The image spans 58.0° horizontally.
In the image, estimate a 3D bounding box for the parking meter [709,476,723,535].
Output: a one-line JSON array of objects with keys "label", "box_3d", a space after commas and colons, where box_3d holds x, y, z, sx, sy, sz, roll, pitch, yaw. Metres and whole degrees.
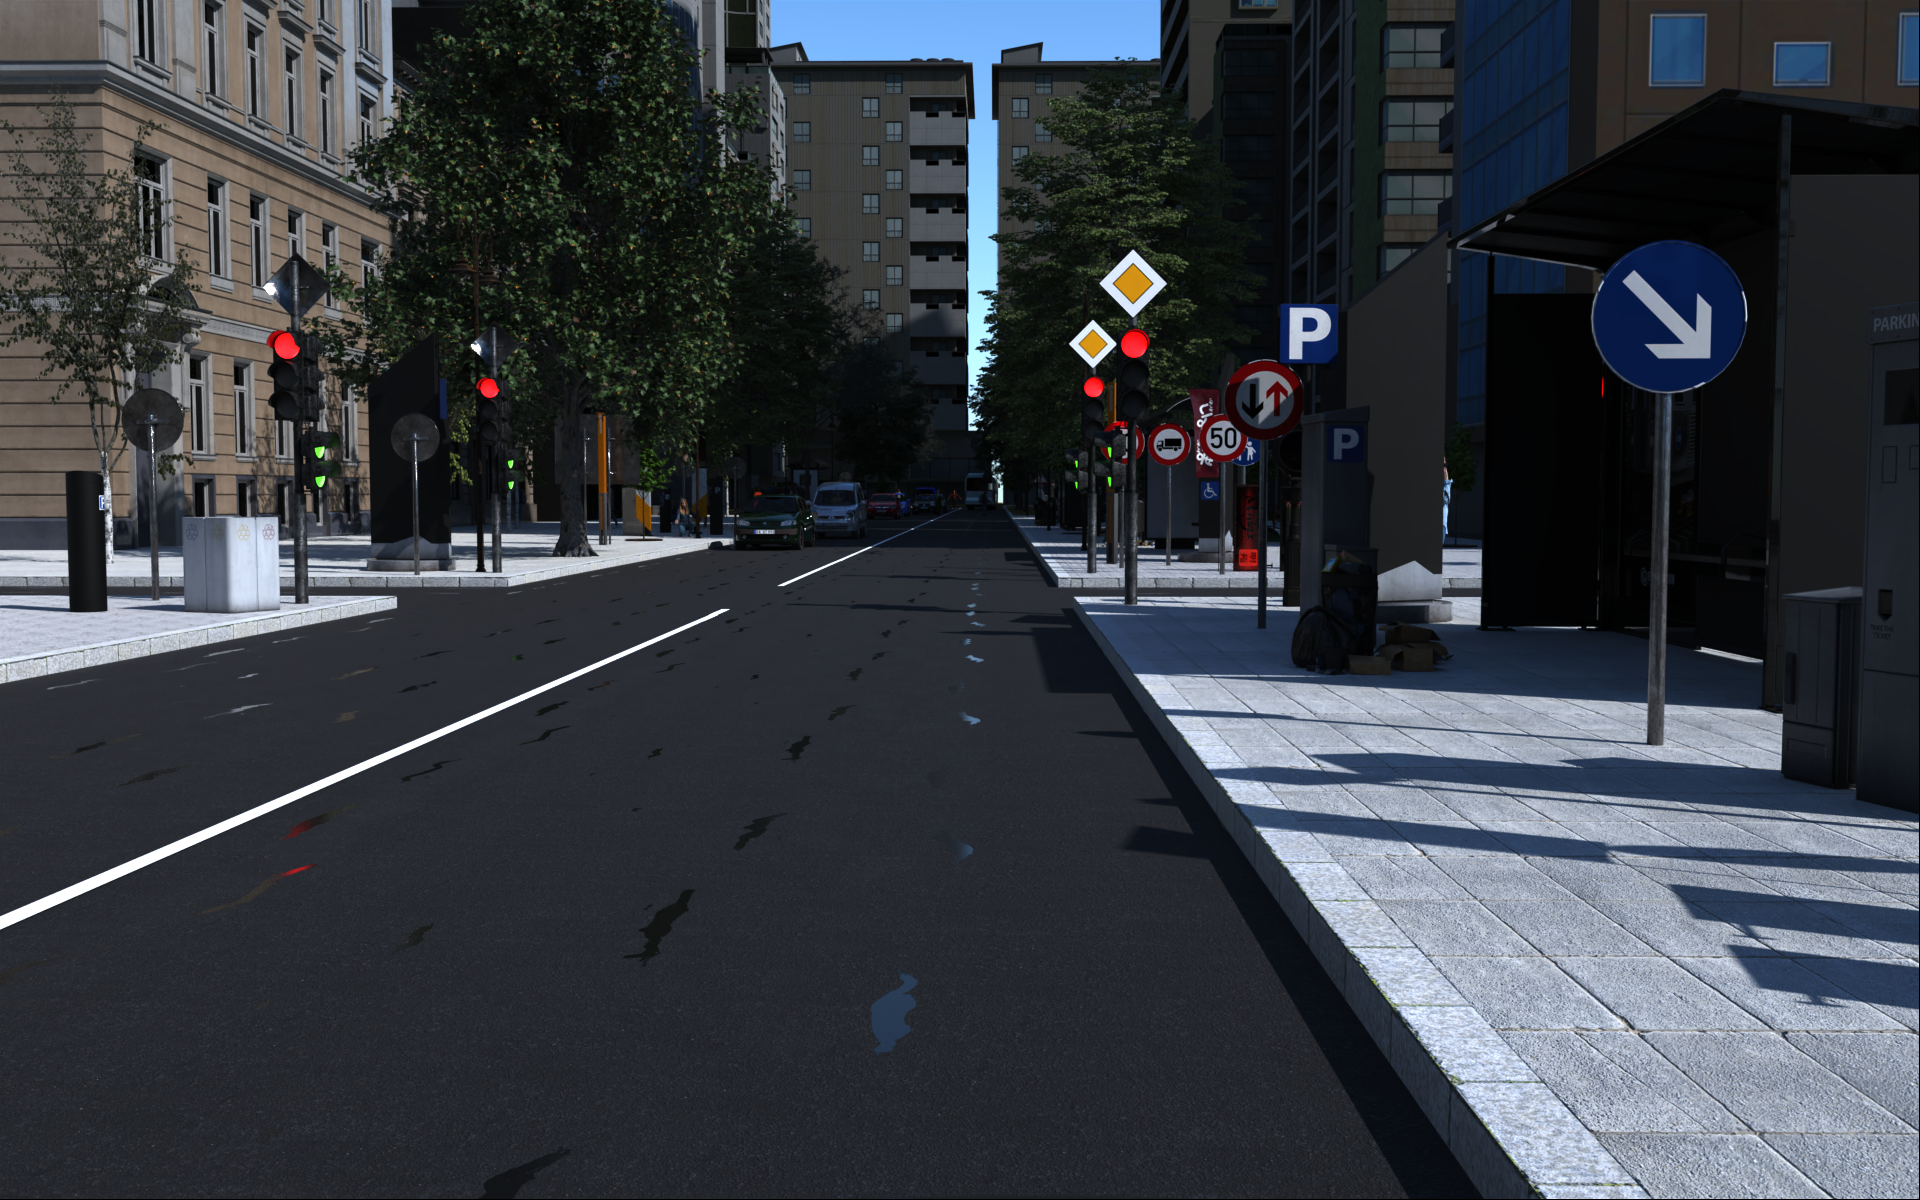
[{"label": "parking meter", "box_3d": [-7.673, -2.980, 54.427, 0.399, 1.863, 0.255, -2, 4, -29]}]

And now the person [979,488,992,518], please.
[{"label": "person", "box_3d": [1.462, -5.696, 101.984, 0.721, 1.781, 0.623, 1, 4, 13]}]

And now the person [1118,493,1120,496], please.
[{"label": "person", "box_3d": [11.644, -7.497, 129.344, 1.217, 1.736, 0.721, -1, 4, -23]}]

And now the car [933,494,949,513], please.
[{"label": "car", "box_3d": [-1.912, -7.403, 132.841, 2.131, 1.459, 4.920, 0, 4, 1]}]

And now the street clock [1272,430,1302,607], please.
[{"label": "street clock", "box_3d": [3.806, -0.927, 19.734, 0.471, 2.002, 0.358, -1, 4, -8]}]

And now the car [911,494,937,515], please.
[{"label": "car", "box_3d": [-2.397, -6.806, 121.062, 2.009, 1.686, 4.222, 0, 4, 2]}]

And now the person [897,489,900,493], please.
[{"label": "person", "box_3d": [-5.728, -9.488, 161.951, 1.217, 1.735, 0.721, -1, 4, -9]}]

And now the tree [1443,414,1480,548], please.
[{"label": "tree", "box_3d": [12.118, -2.900, 42.020, 1.663, 3.219, 1.824, 0, 3, 0]}]

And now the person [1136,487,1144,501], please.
[{"label": "person", "box_3d": [13.754, -7.752, 132.803, 1.348, 1.823, 0.705, 3, 5, 44]}]

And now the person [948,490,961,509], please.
[{"label": "person", "box_3d": [-0.556, -9.822, 169.049, 1.348, 1.831, 0.705, -1, 4, -13]}]

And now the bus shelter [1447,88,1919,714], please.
[{"label": "bus shelter", "box_3d": [5.333, -1.338, 13.158, 1.731, 3.624, 6.357, 0, 4, 1]}]

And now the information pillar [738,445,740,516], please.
[{"label": "information pillar", "box_3d": [-9.233, -5.004, 73.163, 0.183, 3.616, 0.504, -2, 4, -27]}]

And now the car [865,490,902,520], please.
[{"label": "car", "box_3d": [-4.329, -5.476, 98.573, 2.155, 1.783, 4.494, 0, 4, 1]}]

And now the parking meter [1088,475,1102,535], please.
[{"label": "parking meter", "box_3d": [4.157, -2.916, 53.391, 0.399, 1.863, 0.255, 2, 4, 32]}]

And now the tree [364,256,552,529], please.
[{"label": "tree", "box_3d": [-15.406, -6.176, 51.347, 4.737, 8.622, 4.395, 0, 3, 0]}]

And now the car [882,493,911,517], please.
[{"label": "car", "box_3d": [-4.104, -6.212, 111.158, 1.945, 1.707, 3.694, 0, 4, 3]}]

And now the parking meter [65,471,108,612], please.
[{"label": "parking meter", "box_3d": [-9.528, -0.641, 18.894, 0.372, 1.533, 0.369, 0, 3, 0]}]

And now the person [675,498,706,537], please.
[{"label": "person", "box_3d": [-8.087, -2.455, 51.684, 1.012, 1.151, 0.738, -1, 4, -21]}]

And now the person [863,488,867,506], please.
[{"label": "person", "box_3d": [-8.740, -9.367, 159.055, 0.709, 1.838, 0.599, 1, 4, 12]}]

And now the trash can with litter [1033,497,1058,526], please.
[{"label": "trash can with litter", "box_3d": [3.653, -3.806, 73.621, 1.055, 1.170, 0.624, 2, 4, 29]}]

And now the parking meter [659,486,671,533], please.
[{"label": "parking meter", "box_3d": [-9.806, -3.011, 57.641, 0.372, 1.533, 0.369, 0, 3, 0]}]

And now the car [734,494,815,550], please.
[{"label": "car", "box_3d": [-4.856, -2.190, 45.588, 2.009, 1.686, 4.222, 0, 4, 2]}]

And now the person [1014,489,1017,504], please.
[{"label": "person", "box_3d": [4.652, -8.525, 146.113, 0.721, 1.739, 1.217, 0, 4, 3]}]

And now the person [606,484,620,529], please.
[{"label": "person", "box_3d": [-12.861, -3.490, 63.702, 0.643, 1.750, 0.593, -1, 4, -8]}]

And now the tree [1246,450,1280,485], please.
[{"label": "tree", "box_3d": [15.189, -6.610, 91.783, 4.285, 4.588, 4.351, 0, 3, 0]}]

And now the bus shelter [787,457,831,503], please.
[{"label": "bus shelter", "box_3d": [-8.544, -6.388, 98.363, 2.014, 3.302, 5.546, 0, 4, 1]}]

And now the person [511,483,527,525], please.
[{"label": "person", "box_3d": [-18.380, -4.017, 72.075, 0.721, 1.781, 0.623, 2, 4, 30]}]

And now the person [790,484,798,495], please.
[{"label": "person", "box_3d": [-8.129, -4.700, 83.479, 0.643, 1.750, 0.593, 1, 4, 11]}]

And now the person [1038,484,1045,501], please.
[{"label": "person", "box_3d": [4.106, -5.070, 88.809, 0.514, 1.842, 0.818, 2, 4, 35]}]

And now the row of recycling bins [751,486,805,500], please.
[{"label": "row of recycling bins", "box_3d": [-9.023, -4.826, 86.010, 3.534, 1.692, 1.069, 3, 4, 39]}]

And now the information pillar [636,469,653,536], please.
[{"label": "information pillar", "box_3d": [-9.585, -3.739, 52.479, 0.504, 3.616, 0.183, 1, 4, 19]}]

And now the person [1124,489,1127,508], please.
[{"label": "person", "box_3d": [13.744, -8.332, 143.078, 0.445, 1.727, 0.742, 3, 5, 43]}]

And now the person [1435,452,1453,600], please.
[{"label": "person", "box_3d": [5.366, -0.830, 19.877, 0.793, 1.790, 0.793, -3, 4, -36]}]

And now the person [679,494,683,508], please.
[{"label": "person", "box_3d": [-14.612, -4.913, 90.653, 0.394, 1.301, 0.425, -1, 4, -9]}]

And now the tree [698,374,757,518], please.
[{"label": "tree", "box_3d": [-13.528, -9.068, 98.620, 4.737, 8.622, 4.395, 0, 3, 0]}]

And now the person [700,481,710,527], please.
[{"label": "person", "box_3d": [-9.659, -3.723, 66.757, 0.795, 1.843, 0.661, -2, 4, -34]}]

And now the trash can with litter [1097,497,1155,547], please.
[{"label": "trash can with litter", "box_3d": [4.073, -1.955, 43.022, 1.678, 1.210, 2.233, 3, 5, 44]}]

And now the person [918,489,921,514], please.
[{"label": "person", "box_3d": [-2.987, -7.240, 126.890, 0.705, 1.821, 1.348, 0, 4, 3]}]

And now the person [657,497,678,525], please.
[{"label": "person", "box_3d": [-11.962, -3.691, 71.887, 1.012, 1.151, 0.738, 3, 5, 41]}]

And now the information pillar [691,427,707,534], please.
[{"label": "information pillar", "box_3d": [-8.414, -3.942, 55.808, 0.504, 3.616, 0.183, 0, 4, -5]}]

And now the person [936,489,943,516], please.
[{"label": "person", "box_3d": [-1.339, -6.495, 115.429, 0.721, 1.736, 1.217, -1, 4, -17]}]
